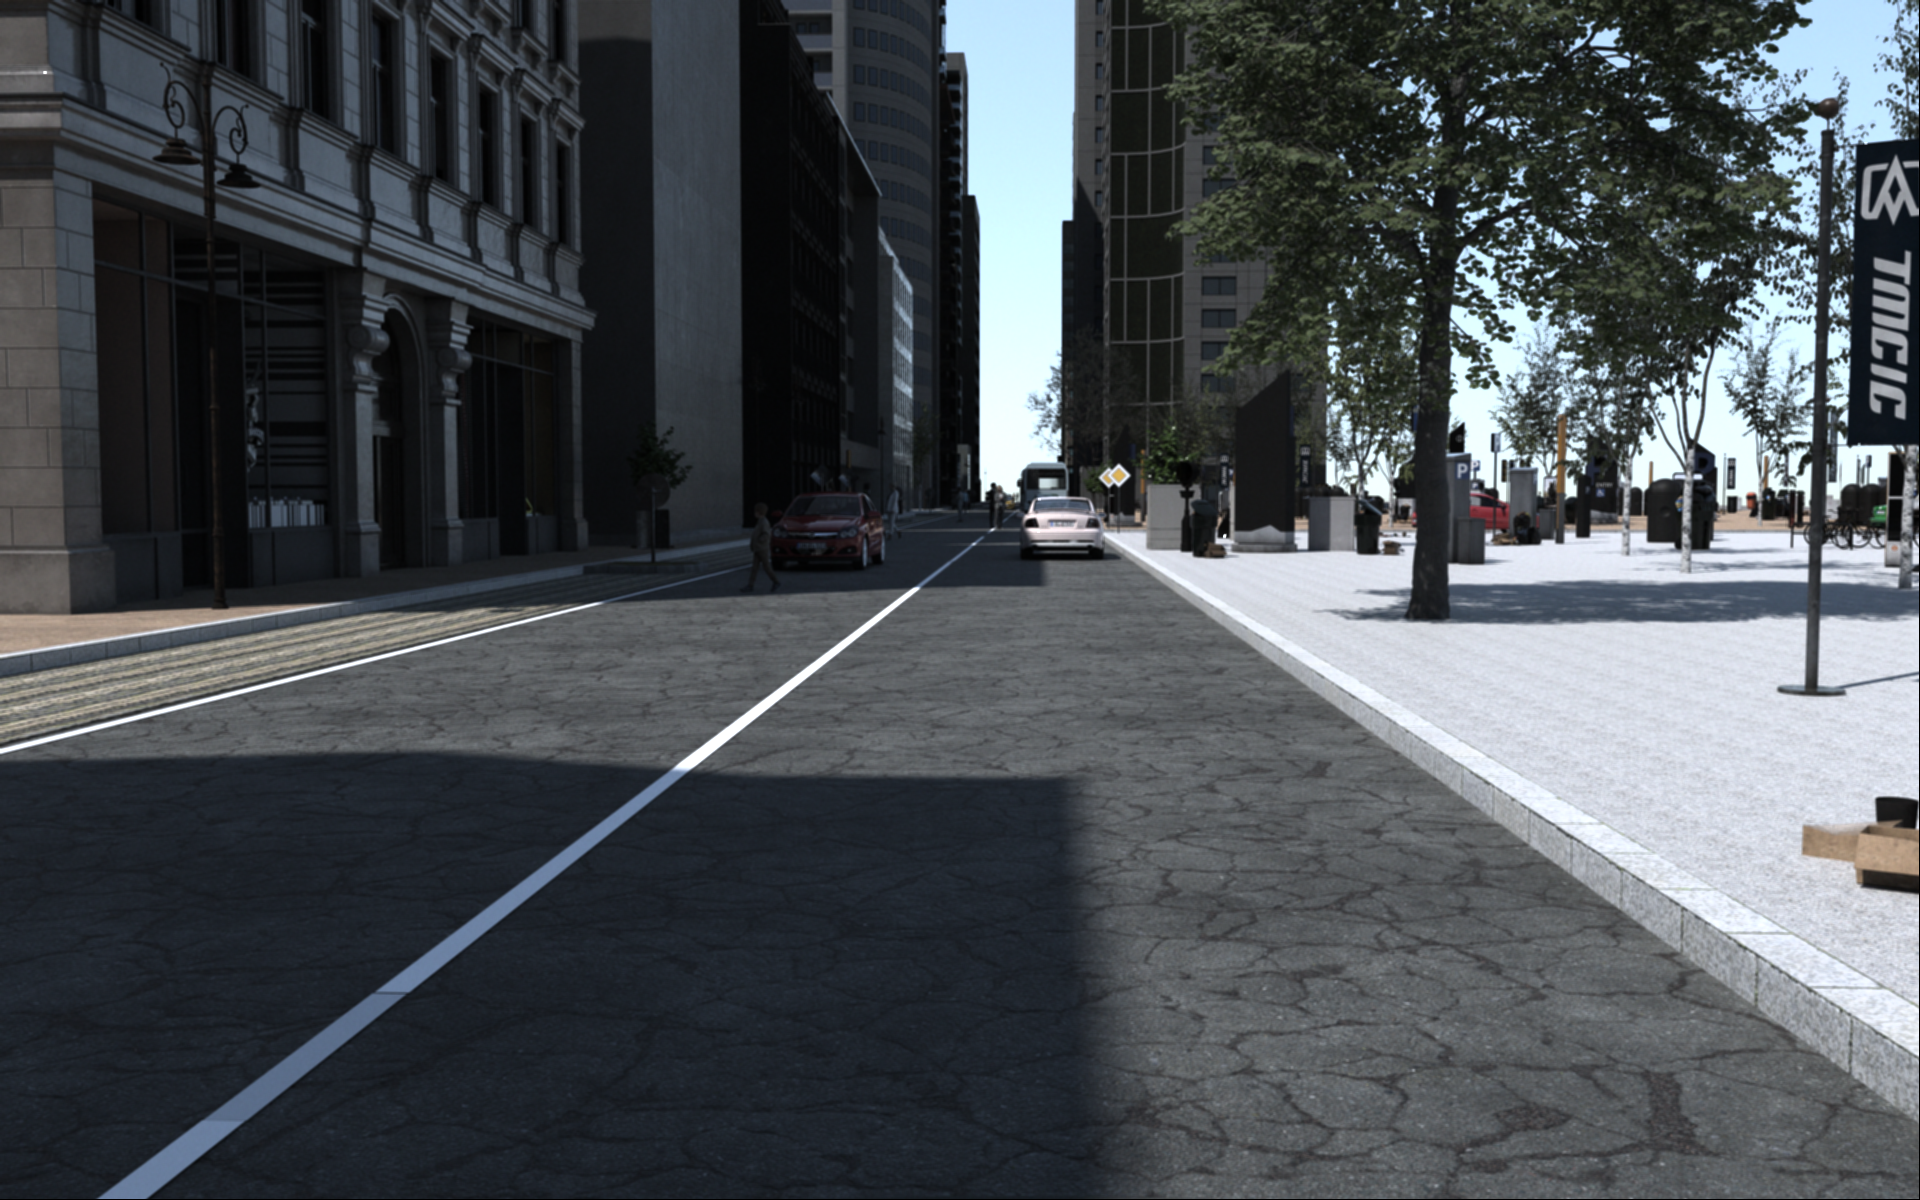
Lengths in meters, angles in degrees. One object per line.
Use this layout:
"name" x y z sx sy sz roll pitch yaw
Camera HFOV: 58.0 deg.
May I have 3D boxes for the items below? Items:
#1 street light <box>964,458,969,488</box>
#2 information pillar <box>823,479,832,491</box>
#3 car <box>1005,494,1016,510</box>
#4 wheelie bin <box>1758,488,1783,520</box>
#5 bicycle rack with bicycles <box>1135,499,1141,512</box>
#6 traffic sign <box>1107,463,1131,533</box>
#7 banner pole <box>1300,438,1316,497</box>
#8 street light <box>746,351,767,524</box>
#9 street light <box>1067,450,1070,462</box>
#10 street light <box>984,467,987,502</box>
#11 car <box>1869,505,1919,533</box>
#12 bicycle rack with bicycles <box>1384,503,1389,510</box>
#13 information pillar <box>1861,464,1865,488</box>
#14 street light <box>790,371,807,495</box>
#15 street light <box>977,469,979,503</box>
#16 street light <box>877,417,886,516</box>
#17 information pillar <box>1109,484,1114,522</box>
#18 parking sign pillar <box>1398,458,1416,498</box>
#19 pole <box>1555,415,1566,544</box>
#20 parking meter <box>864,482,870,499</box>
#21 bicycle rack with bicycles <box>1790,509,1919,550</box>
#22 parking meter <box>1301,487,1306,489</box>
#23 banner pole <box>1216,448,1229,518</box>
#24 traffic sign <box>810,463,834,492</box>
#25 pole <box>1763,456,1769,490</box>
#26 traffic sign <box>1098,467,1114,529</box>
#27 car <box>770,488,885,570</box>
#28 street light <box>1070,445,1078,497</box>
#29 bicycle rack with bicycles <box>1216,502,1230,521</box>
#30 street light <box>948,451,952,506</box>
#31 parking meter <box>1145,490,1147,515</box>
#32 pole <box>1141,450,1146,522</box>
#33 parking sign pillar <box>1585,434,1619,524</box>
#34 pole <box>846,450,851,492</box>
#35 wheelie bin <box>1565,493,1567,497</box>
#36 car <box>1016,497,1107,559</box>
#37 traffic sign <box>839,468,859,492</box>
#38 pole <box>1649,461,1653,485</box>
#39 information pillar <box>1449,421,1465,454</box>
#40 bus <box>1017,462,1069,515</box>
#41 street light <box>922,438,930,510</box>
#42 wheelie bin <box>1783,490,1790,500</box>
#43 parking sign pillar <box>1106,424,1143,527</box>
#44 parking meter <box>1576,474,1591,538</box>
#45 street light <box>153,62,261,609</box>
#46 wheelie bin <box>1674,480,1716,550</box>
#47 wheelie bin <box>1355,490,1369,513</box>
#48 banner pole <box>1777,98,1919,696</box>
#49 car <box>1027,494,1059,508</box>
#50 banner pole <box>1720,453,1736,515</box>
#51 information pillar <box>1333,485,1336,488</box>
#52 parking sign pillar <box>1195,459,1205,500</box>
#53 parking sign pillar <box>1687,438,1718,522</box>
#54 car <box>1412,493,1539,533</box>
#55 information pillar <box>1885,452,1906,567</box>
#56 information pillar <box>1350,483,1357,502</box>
"street light" 1.033 -15.407 224.699 0.468 5.910 1.993 0 4 3
"information pillar" -5.514 -4.125 71.932 0.304 2.012 0.304 -3 5 -44
"car" 4.015 -8.846 154.857 2.015 1.641 3.980 0 4 1
"wheelie bin" 39.554 -4.704 84.812 0.693 1.594 0.980 0 4 -1
"bicycle rack with bicycles" 12.344 -6.783 124.286 2.852 0.926 2.925 0 4 -7
"traffic sign" 5.165 -3.226 56.387 0.795 2.450 0.064 0 4 3
"banner pole" 15.536 -5.331 77.173 0.863 3.779 0.401 0 4 2
"street light" -6.583 -5.101 56.184 0.468 5.910 1.993 0 4 3
"street light" 11.262 -12.599 178.780 0.468 5.910 1.993 0 4 3
"street light" 4.388 -19.917 298.434 0.468 5.910 1.993 0 4 3
"car" 33.187 -3.019 58.161 4.718 1.807 1.959 0 4 2
"bicycle rack with bicycles" 31.713 -6.870 125.706 2.852 0.926 2.925 0 4 1
"information pillar" 69.627 -8.699 133.583 0.504 3.616 0.183 -3 5 -44
"street light" -6.067 -5.650 65.159 0.468 5.910 1.993 0 4 3
"street light" 2.746 -17.675 261.765 0.468 5.910 1.993 0 4 3
"street light" -4.591 -7.893 101.836 0.468 5.910 1.993 0 4 3
"information pillar" 6.410 -4.173 72.715 0.304 2.012 0.304 1 4 9
"parking sign pillar" 31.337 -8.124 121.299 1.447 3.967 1.447 0 4 -3
"pole" 15.480 -3.105 44.608 0.158 3.312 0.155 0 3 0
"parking meter" -4.679 -4.974 87.036 0.255 1.863 0.399 1 4 13
"bicycle rack with bicycles" 21.051 -1.687 40.968 2.852 0.926 2.925 -1 4 -18
"parking meter" 19.514 -5.653 98.129 0.255 1.863 0.399 -1 4 -20
"banner pole" 14.081 -6.320 93.341 0.863 3.779 0.401 1 4 14
"traffic sign" -4.518 -3.254 56.846 0.795 2.450 0.064 0 4 3
"pole" 42.787 -6.002 91.975 0.158 3.312 0.155 0 3 0
"traffic sign" 5.528 -3.714 64.364 0.795 2.450 0.064 0 4 3
"car" -2.561 -1.528 34.028 2.155 1.783 4.494 0 4 5
"street light" 9.492 -10.350 142.007 0.468 5.910 1.993 0 4 3
"bicycle rack with bicycles" 13.209 -4.202 82.088 2.925 0.926 2.852 0 4 7
"street light" -1.036 -12.598 178.764 0.468 5.910 1.993 0 4 3
"parking meter" 11.395 -5.972 106.048 0.372 1.533 0.369 0 3 0
"pole" 8.451 -5.263 79.894 0.158 3.312 0.155 0 3 0
"parking sign pillar" 28.651 -5.459 77.724 1.447 3.967 1.447 0 4 1
"pole" -5.150 -5.282 80.200 0.158 3.312 0.155 0 3 0
"wheelie bin" 44.484 -7.367 128.356 0.980 1.594 0.693 0 4 -1
"car" 2.317 -1.662 39.540 2.083 1.381 4.827 0 4 3
"traffic sign" -4.156 -3.742 64.822 0.795 2.450 0.064 0 4 3
"pole" 43.009 -6.973 107.853 0.158 3.312 0.155 0 3 0
"information pillar" 16.033 -3.946 55.878 0.504 3.616 0.183 2 4 28
"bus" 5.075 -6.822 106.406 2.948 3.499 13.247 0 4 1
"street light" -2.627 -10.331 141.697 0.468 5.910 1.993 0 4 3
"wheelie bin" 57.448 -6.908 120.847 0.693 1.594 0.980 -2 4 -30
"parking sign pillar" 6.390 -4.821 67.301 1.447 3.967 1.447 -1 4 -15
"parking meter" 18.334 -2.764 50.903 0.399 1.863 0.255 -3 4 -36
"street light" -8.263 -2.837 19.167 0.468 5.910 1.993 0 4 3
"wheelie bin" 16.990 -1.961 39.973 0.980 1.594 0.693 -2 4 -28
"wheelie bin" 20.947 -5.034 90.221 0.693 1.594 0.980 0 4 6
"banner pole" 5.685 -1.279 10.935 0.863 3.779 0.401 2 4 34
"car" 4.637 -4.944 92.632 2.131 1.459 4.920 0 4 4
"banner pole" 47.021 -7.094 105.998 0.863 3.779 0.401 3 4 37
"information pillar" 29.880 -8.165 137.990 0.304 2.012 0.304 3 5 43
"parking sign pillar" 15.784 -7.682 114.070 1.447 3.967 1.447 0 4 0
"parking sign pillar" 34.643 -5.653 80.904 1.447 3.967 1.447 0 4 -1
"car" 18.070 -3.138 60.350 4.494 1.783 2.155 0 4 2
"information pillar" 16.426 -1.582 30.352 0.304 2.012 0.304 3 4 36
"information pillar" 26.937 -6.978 118.578 0.304 2.012 0.304 -2 4 -31
